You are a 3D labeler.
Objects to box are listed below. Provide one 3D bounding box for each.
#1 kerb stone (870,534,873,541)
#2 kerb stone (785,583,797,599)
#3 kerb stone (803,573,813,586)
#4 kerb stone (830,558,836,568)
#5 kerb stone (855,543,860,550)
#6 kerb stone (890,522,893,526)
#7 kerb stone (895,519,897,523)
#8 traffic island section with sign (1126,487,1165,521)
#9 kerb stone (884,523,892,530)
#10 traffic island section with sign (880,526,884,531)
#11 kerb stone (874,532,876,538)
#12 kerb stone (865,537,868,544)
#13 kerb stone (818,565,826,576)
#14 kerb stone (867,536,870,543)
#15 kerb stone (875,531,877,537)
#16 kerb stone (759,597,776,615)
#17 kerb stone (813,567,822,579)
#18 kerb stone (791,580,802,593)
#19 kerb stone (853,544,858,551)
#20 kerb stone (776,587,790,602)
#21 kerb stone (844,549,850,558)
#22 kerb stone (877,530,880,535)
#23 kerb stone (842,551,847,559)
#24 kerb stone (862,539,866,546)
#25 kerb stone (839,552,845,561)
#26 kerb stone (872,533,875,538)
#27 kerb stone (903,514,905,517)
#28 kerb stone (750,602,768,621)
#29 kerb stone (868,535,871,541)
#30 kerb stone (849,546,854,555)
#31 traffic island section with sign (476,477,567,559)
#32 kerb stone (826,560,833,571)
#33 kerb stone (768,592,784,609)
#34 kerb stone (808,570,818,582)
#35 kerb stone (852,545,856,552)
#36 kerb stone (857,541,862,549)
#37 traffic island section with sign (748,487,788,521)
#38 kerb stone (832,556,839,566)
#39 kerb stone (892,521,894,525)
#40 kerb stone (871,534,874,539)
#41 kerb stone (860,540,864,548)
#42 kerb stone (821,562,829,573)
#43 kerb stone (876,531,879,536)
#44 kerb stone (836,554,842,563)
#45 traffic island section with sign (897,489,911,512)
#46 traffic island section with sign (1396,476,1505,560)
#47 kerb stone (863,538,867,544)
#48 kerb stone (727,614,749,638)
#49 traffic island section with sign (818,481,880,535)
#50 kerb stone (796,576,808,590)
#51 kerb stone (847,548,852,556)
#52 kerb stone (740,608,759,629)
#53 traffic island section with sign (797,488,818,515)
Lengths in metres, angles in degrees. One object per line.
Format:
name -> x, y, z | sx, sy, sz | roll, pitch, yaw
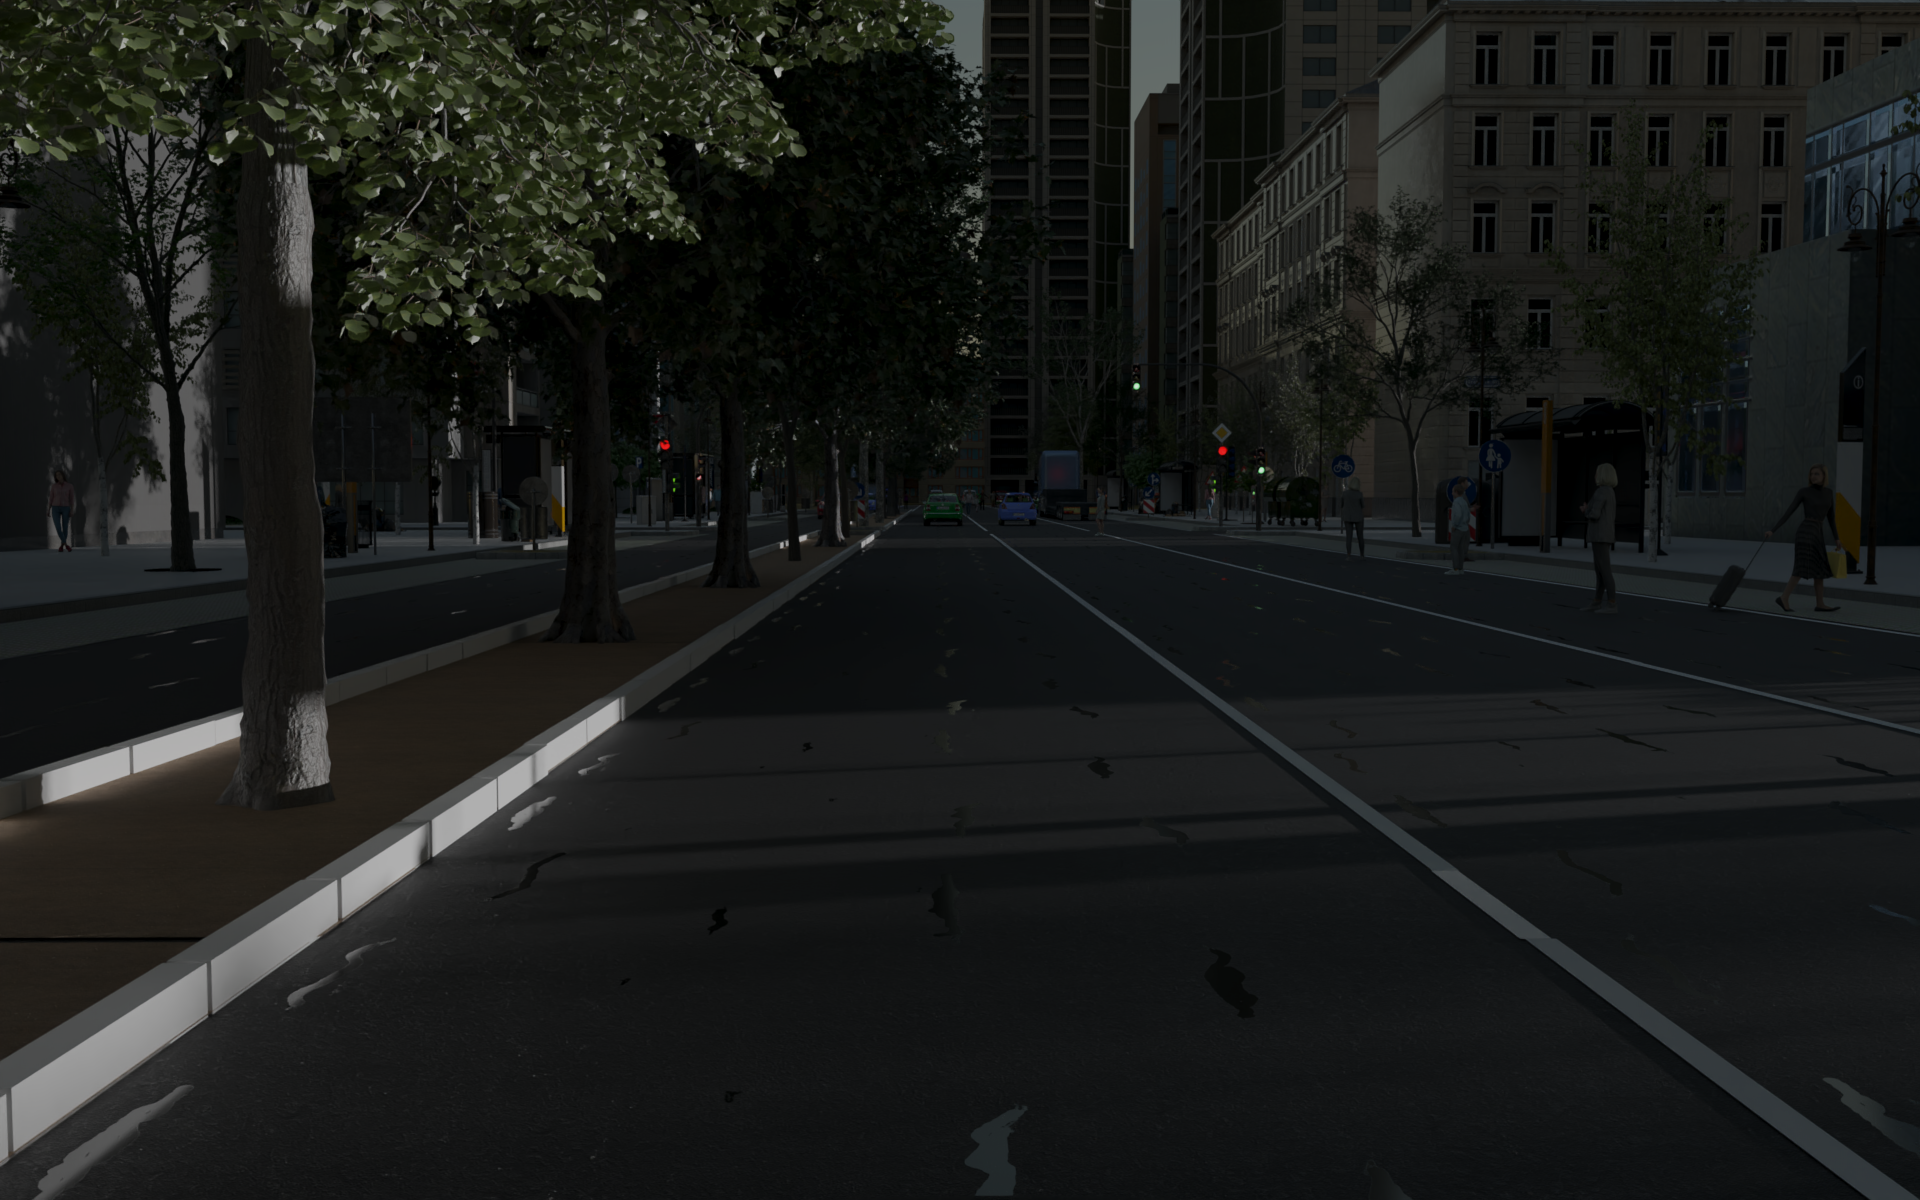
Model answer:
kerb stone -> -2.743, -1.786, 51.395 | 0.120, 0.150, 1.000 | 0, 4, -1
kerb stone -> -2.368, -0.094, 23.735 | 0.120, 0.150, 1.000 | 0, 4, -1
kerb stone -> -2.413, -0.281, 26.813 | 0.120, 0.150, 1.000 | 0, 4, -1
kerb stone -> -2.497, -0.659, 32.963 | 0.120, 0.150, 1.000 | 0, 4, -1
kerb stone -> -2.635, -1.282, 43.202 | 0.120, 0.150, 1.000 | 0, 4, -1
kerb stone -> -3.038, -3.133, 73.446 | 0.120, 0.150, 1.000 | 0, 4, -1
kerb stone -> -3.142, -3.572, 80.604 | 0.120, 0.150, 1.000 | 0, 4, -1
traffic island section with sign -> 10.003, -5.201, 93.656 | 1.989, 1.847, 2.006 | 0, 4, -1
kerb stone -> -3.026, -3.072, 72.422 | 0.120, 0.150, 1.000 | 0, 4, -1
traffic island section with sign -> -4.002, -3.659, 67.959 | 2.006, 1.907, 1.989 | 0, 4, -1
kerb stone -> -2.787, -1.973, 54.462 | 0.120, 0.150, 1.000 | 0, 4, -1
kerb stone -> -2.710, -1.597, 48.325 | 0.120, 0.150, 1.000 | 0, 4, -1
kerb stone -> -2.455, -0.467, 29.880 | 0.120, 0.150, 1.000 | 0, 4, -1
kerb stone -> -2.715, -1.661, 49.348 | 0.120, 0.150, 1.000 | 0, 4, -1
kerb stone -> -2.804, -2.036, 55.484 | 0.120, 0.150, 1.000 | 0, 4, -1
kerb stone -> -2.336, 0.095, 20.648 | 0.120, 0.150, 1.000 | 0, 4, -1
kerb stone -> -2.439, -0.407, 28.857 | 0.120, 0.150, 1.000 | 0, 4, -1
kerb stone -> -2.390, -0.157, 24.757 | 0.120, 0.150, 1.000 | 0, 4, -1
kerb stone -> -2.629, -1.222, 42.180 | 0.120, 0.150, 1.000 | 0, 4, -1
kerb stone -> -2.364, -0.031, 22.707 | 0.120, 0.150, 1.000 | 0, 4, -1
kerb stone -> -2.564, -0.972, 38.083 | 0.120, 0.150, 1.000 | 0, 4, -1
kerb stone -> -2.827, -2.154, 57.542 | 0.120, 0.150, 1.000 | 0, 4, -1
kerb stone -> -2.552, -0.909, 37.062 | 0.120, 0.150, 1.000 | 0, 4, -1
kerb stone -> -2.672, -1.473, 46.278 | 0.120, 0.150, 1.000 | 0, 4, -1
kerb stone -> -2.533, -0.847, 36.040 | 0.120, 0.150, 1.000 | 0, 4, -1
kerb stone -> -2.775, -1.911, 53.440 | 0.120, 0.150, 1.000 | 0, 4, -1
kerb stone -> -3.383, -4.700, 99.041 | 0.120, 0.150, 1.000 | 0, 4, -1
kerb stone -> -2.318, 0.157, 19.626 | 0.120, 0.150, 1.000 | 0, 4, -1
kerb stone -> -2.732, -1.723, 50.371 | 0.120, 0.150, 1.000 | 0, 4, -1
kerb stone -> -2.592, -1.096, 40.134 | 0.120, 0.150, 1.000 | 0, 4, -1
traffic island section with sign -> -9.579, -1.836, 38.653 | 1.989, 1.847, 2.006 | 0, 4, -1
kerb stone -> -2.481, -0.596, 31.935 | 0.120, 0.150, 1.000 | 0, 4, -1
kerb stone -> -2.343, 0.032, 21.680 | 0.120, 0.150, 1.000 | 0, 4, -1
kerb stone -> -2.420, -0.345, 27.835 | 0.120, 0.150, 1.000 | 0, 4, -1
kerb stone -> -2.606, -1.160, 41.158 | 0.120, 0.150, 1.000 | 0, 4, -1
kerb stone -> -2.651, -1.348, 44.227 | 0.120, 0.150, 1.000 | 0, 4, -1
traffic island section with sign -> -10.304, -5.171, 93.171 | 1.989, 1.847, 2.006 | 0, 4, -1
kerb stone -> -2.503, -0.715, 33.987 | 0.120, 0.150, 1.000 | 0, 4, -1
kerb stone -> -3.068, -3.260, 75.492 | 0.120, 0.150, 1.000 | 0, 4, -1
kerb stone -> -2.754, -1.848, 52.417 | 0.120, 0.150, 1.000 | 0, 4, -1
kerb stone -> -2.658, -1.410, 45.251 | 0.120, 0.150, 1.000 | 0, 4, -1
kerb stone -> -2.466, -0.532, 30.913 | 0.120, 0.150, 1.000 | 0, 4, -1
kerb stone -> -2.812, -2.098, 56.506 | 0.120, 0.150, 1.000 | 0, 4, -1
kerb stone -> -2.523, -0.784, 35.009 | 0.120, 0.150, 1.000 | 0, 4, -1
traffic island section with sign -> -5.019, -8.254, 143.090 | 2.006, 1.907, 1.989 | 0, 4, -1
traffic island section with sign -> 10.750, -1.814, 38.284 | 1.989, 1.847, 2.006 | 0, 4, -1
kerb stone -> -2.687, -1.535, 47.300 | 0.120, 0.150, 1.000 | 0, 4, -1
kerb stone -> -2.285, 0.282, 17.579 | 0.120, 0.150, 1.000 | 0, 4, -1
traffic island section with sign -> -3.912, -3.206, 60.552 | 2.006, 1.907, 1.989 | 0, 4, -1
kerb stone -> -2.404, -0.220, 25.785 | 0.120, 0.150, 1.000 | 0, 4, -1
kerb stone -> -2.580, -1.034, 39.105 | 0.120, 0.150, 1.000 | 0, 4, -1
kerb stone -> -2.301, 0.220, 18.601 | 0.120, 0.150, 1.000 | 0, 4, -1
traffic island section with sign -> -10.685, -6.841, 120.481 | 1.989, 1.847, 2.006 | 0, 4, -1
